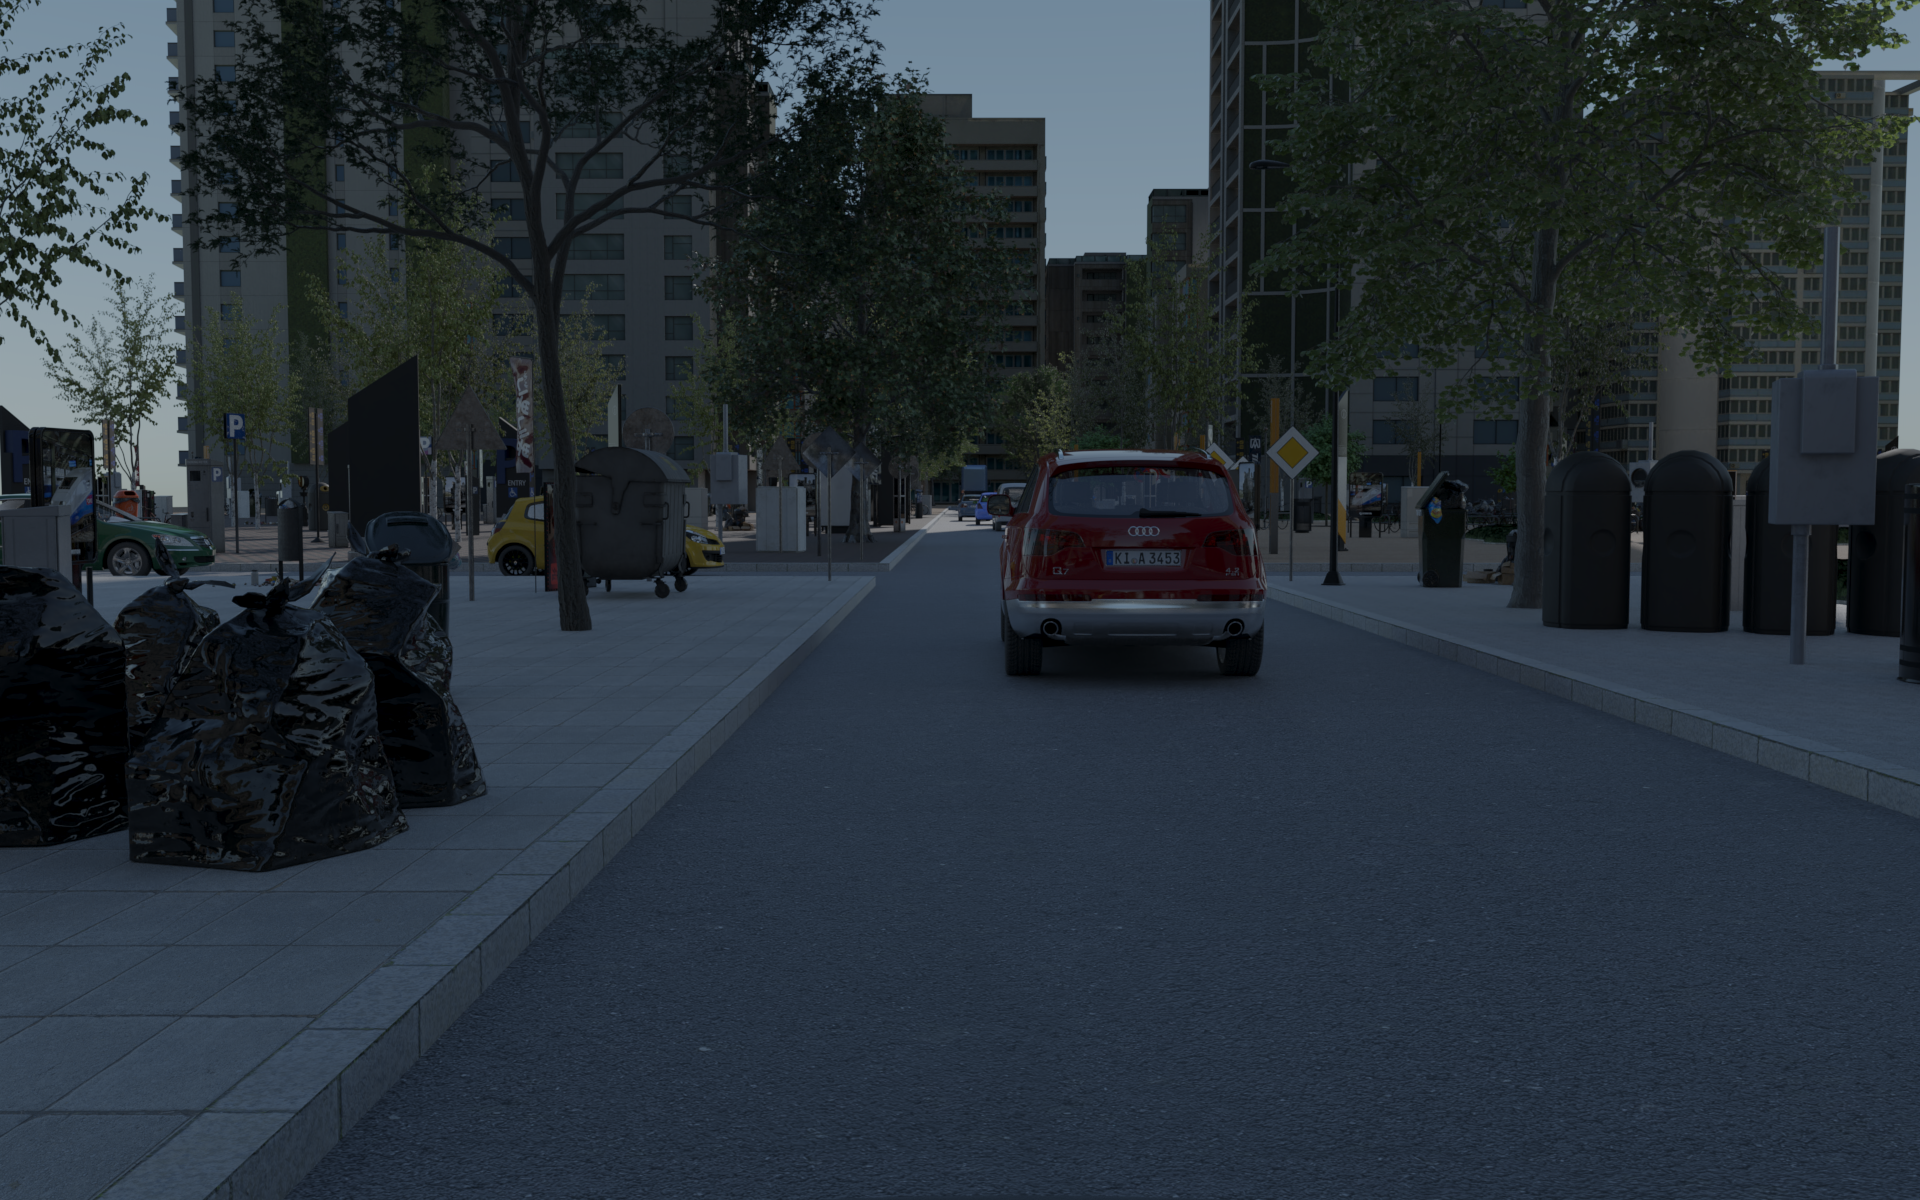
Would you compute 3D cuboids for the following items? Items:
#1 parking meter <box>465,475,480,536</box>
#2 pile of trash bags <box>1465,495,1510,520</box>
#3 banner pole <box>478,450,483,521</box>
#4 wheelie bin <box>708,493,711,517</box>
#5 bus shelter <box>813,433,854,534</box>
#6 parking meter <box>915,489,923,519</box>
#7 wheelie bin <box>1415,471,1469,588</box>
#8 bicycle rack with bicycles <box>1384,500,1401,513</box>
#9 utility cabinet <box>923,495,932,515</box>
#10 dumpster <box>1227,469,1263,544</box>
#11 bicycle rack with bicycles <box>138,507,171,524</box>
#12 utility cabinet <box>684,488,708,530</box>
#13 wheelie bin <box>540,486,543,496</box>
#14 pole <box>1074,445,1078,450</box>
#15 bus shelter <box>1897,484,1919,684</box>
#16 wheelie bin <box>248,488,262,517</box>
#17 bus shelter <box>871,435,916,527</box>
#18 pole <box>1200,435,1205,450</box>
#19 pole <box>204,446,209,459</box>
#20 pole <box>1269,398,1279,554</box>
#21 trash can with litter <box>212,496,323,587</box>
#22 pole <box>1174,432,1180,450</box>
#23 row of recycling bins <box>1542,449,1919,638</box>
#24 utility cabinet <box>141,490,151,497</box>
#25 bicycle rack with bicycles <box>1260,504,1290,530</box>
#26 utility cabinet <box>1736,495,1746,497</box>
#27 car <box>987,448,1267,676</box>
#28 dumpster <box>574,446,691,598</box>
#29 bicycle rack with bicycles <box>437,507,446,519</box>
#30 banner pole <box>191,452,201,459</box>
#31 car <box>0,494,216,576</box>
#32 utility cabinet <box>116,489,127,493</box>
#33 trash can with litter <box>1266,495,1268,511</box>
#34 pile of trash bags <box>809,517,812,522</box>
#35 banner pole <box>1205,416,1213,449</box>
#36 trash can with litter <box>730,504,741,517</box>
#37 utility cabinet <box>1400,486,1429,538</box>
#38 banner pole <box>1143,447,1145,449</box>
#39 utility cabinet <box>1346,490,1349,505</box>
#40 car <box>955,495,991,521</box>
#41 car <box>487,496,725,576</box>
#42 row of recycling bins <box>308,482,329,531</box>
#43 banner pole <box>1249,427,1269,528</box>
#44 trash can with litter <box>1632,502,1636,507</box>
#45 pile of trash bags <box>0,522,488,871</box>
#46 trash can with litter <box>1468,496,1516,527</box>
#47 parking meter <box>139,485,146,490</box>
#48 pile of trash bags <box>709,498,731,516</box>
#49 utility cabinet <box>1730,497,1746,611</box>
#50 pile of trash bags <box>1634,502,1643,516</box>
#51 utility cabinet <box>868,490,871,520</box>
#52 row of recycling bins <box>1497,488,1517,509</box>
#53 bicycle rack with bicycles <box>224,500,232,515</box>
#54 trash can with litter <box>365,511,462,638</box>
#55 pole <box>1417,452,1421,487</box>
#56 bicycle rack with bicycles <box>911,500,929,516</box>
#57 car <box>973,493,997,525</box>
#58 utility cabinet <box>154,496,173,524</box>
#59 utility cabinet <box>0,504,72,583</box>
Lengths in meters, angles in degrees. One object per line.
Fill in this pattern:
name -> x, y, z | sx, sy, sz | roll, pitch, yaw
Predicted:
parking meter -> -15.086, -2.929, 53.603 | 0.255, 1.863, 0.399 | 2, 4, 30
pile of trash bags -> 25.708, -4.461, 82.695 | 3.447, 1.369, 1.912 | 0, 4, -6
banner pole -> -22.563, -5.595, 81.492 | 0.401, 3.779, 0.863 | -2, 4, -30
wheelie bin -> -14.418, -5.464, 97.241 | 0.980, 1.594, 0.693 | -3, 4, -38
bus shelter -> -3.995, -3.965, 58.759 | 2.014, 3.302, 5.546 | 0, 3, 0
parking meter -> -2.140, -5.014, 90.388 | 0.372, 1.533, 0.369 | 0, 3, 0
wheelie bin -> 6.681, -0.984, 23.990 | 0.693, 1.594, 0.980 | 1, 4, 8
bicycle rack with bicycles -> 26.254, -5.410, 101.843 | 2.852, 0.926, 2.925 | -1, 4, -18
utility cabinet -> -2.262, -5.905, 107.716 | 1.020, 1.237, 0.306 | 2, 4, 26
dumpster -> 6.429, -2.155, 40.988 | 1.264, 1.857, 1.865 | 0, 4, 0
bicycle rack with bicycles -> -23.990, -2.182, 49.051 | 2.925, 0.926, 2.852 | 2, 4, 29
utility cabinet -> -9.342, -3.189, 60.822 | 1.173, 1.500, 0.318 | 3, 5, 41
wheelie bin -> -16.082, -3.676, 68.012 | 0.980, 1.594, 0.693 | -2, 4, -26
pole -> 4.786, -4.744, 71.405 | 0.158, 3.312, 0.155 | 0, 3, 0
bus shelter -> 6.608, -1.839, 7.693 | 2.179, 5.291, 8.768 | 0, 4, 0
wheelie bin -> -39.636, -5.466, 97.277 | 0.693, 1.594, 0.980 | 2, 4, 24
bus shelter -> -2.634, -4.864, 70.806 | 1.731, 3.624, 6.357 | 0, 4, 0
pole -> 8.396, -4.048, 60.035 | 0.158, 3.312, 0.155 | 0, 3, 0
pole -> -31.839, -4.857, 73.263 | 0.158, 3.312, 0.155 | 0, 3, 0
pole -> 6.702, -2.635, 36.933 | 0.158, 3.312, 0.155 | 0, 3, 0
trash can with litter -> -9.183, -0.797, 24.082 | 2.233, 1.210, 1.678 | 3, 4, 36
pole -> 7.154, -3.875, 57.202 | 0.158, 3.312, 0.155 | 0, 3, 0
row of recycling bins -> 7.323, -0.557, 16.226 | 3.534, 1.692, 1.069 | 1, 4, 20
utility cabinet -> -40.644, -4.733, 86.069 | 1.173, 1.500, 0.318 | 3, 4, 36
bicycle rack with bicycles -> 10.754, -3.026, 62.854 | 2.852, 0.926, 2.925 | 3, 5, 43
utility cabinet -> 34.469, -4.016, 76.821 | 1.020, 1.237, 0.306 | -1, 4, -21
car -> 1.376, -0.399, 15.194 | 2.281, 1.827, 5.304 | 0, 4, 1
dumpster -> -4.166, -0.989, 21.922 | 1.264, 1.857, 1.865 | 0, 4, 0
bicycle rack with bicycles -> -27.910, -4.664, 89.645 | 2.925, 0.926, 2.852 | 2, 4, 26
banner pole -> -45.022, -6.856, 102.113 | 0.401, 3.779, 0.863 | 2, 4, 27
car -> -15.133, -1.067, 29.245 | 4.920, 1.459, 2.131 | 0, 4, -1
utility cabinet -> -34.028, -3.770, 70.311 | 0.318, 1.500, 1.173 | -1, 4, -20
trash can with litter -> 16.699, -5.128, 94.892 | 1.678, 1.210, 2.233 | 0, 4, 4
pile of trash bags -> -6.757, -4.269, 79.555 | 1.912, 1.369, 3.447 | 0, 4, 0
banner pole -> 7.876, -3.966, 54.861 | 0.401, 3.779, 0.863 | 2, 4, 24
trash can with litter -> -11.969, -4.972, 92.671 | 0.624, 1.170, 1.055 | 1, 4, 14
utility cabinet -> 13.456, -2.563, 50.589 | 1.173, 1.500, 0.318 | -1, 4, -23
banner pole -> 9.913, -6.214, 91.620 | 0.863, 3.779, 0.401 | -2, 4, -31
utility cabinet -> 21.232, -5.224, 94.092 | 0.318, 1.500, 1.173 | -1, 4, -22
car -> 0.761, -4.954, 92.995 | 2.014, 1.417, 4.499 | 0, 4, 0
car -> -6.054, -1.197, 29.796 | 3.980, 1.641, 2.015 | 0, 4, 1
row of recycling bins -> -21.214, -3.315, 61.313 | 3.534, 1.692, 1.069 | -1, 4, -15
banner pole -> 11.250, -4.594, 65.131 | 0.863, 3.779, 0.401 | 1, 4, 20
trash can with litter -> 42.036, -5.926, 108.277 | 0.624, 1.170, 1.055 | 2, 4, 27
pile of trash bags -> -3.648, 0.161, 7.116 | 3.447, 1.369, 1.912 | 1, 4, 18
trash can with litter -> 20.783, -3.409, 66.797 | 2.233, 1.210, 1.678 | 2, 4, 25
parking meter -> -50.677, -6.220, 107.406 | 0.255, 1.863, 0.399 | 0, 4, -5
pile of trash bags -> -15.328, -5.990, 107.683 | 3.447, 1.369, 1.912 | -3, 5, -43
utility cabinet -> 8.874, -0.496, 19.266 | 1.020, 1.237, 0.306 | -1, 4, -19
pile of trash bags -> 30.993, -4.107, 76.896 | 1.912, 1.369, 3.447 | 1, 4, 12
utility cabinet -> -3.931, -4.560, 83.228 | 0.318, 1.500, 1.173 | -3, 5, -42
row of recycling bins -> 32.233, -5.764, 101.359 | 1.069, 1.692, 3.534 | 0, 4, 4
bicycle rack with bicycles -> -44.634, -5.551, 104.134 | 2.925, 0.926, 2.852 | -1, 4, -14
trash can with litter -> -3.371, 0.033, 10.848 | 0.624, 1.170, 1.055 | -2, 4, -24
pole -> 22.221, -5.505, 83.855 | 0.158, 3.312, 0.155 | 0, 3, 0
bicycle rack with bicycles -> -3.304, -5.491, 103.155 | 2.925, 0.926, 2.852 | 0, 4, -2
car -> 1.561, -4.400, 81.524 | 1.945, 1.707, 3.694 | 0, 3, 0
utility cabinet -> -34.734, -3.937, 75.538 | 1.020, 1.237, 0.306 | 3, 4, 36
utility cabinet -> -5.362, 0.066, 10.084 | 0.306, 1.237, 1.020 | -2, 4, -24
